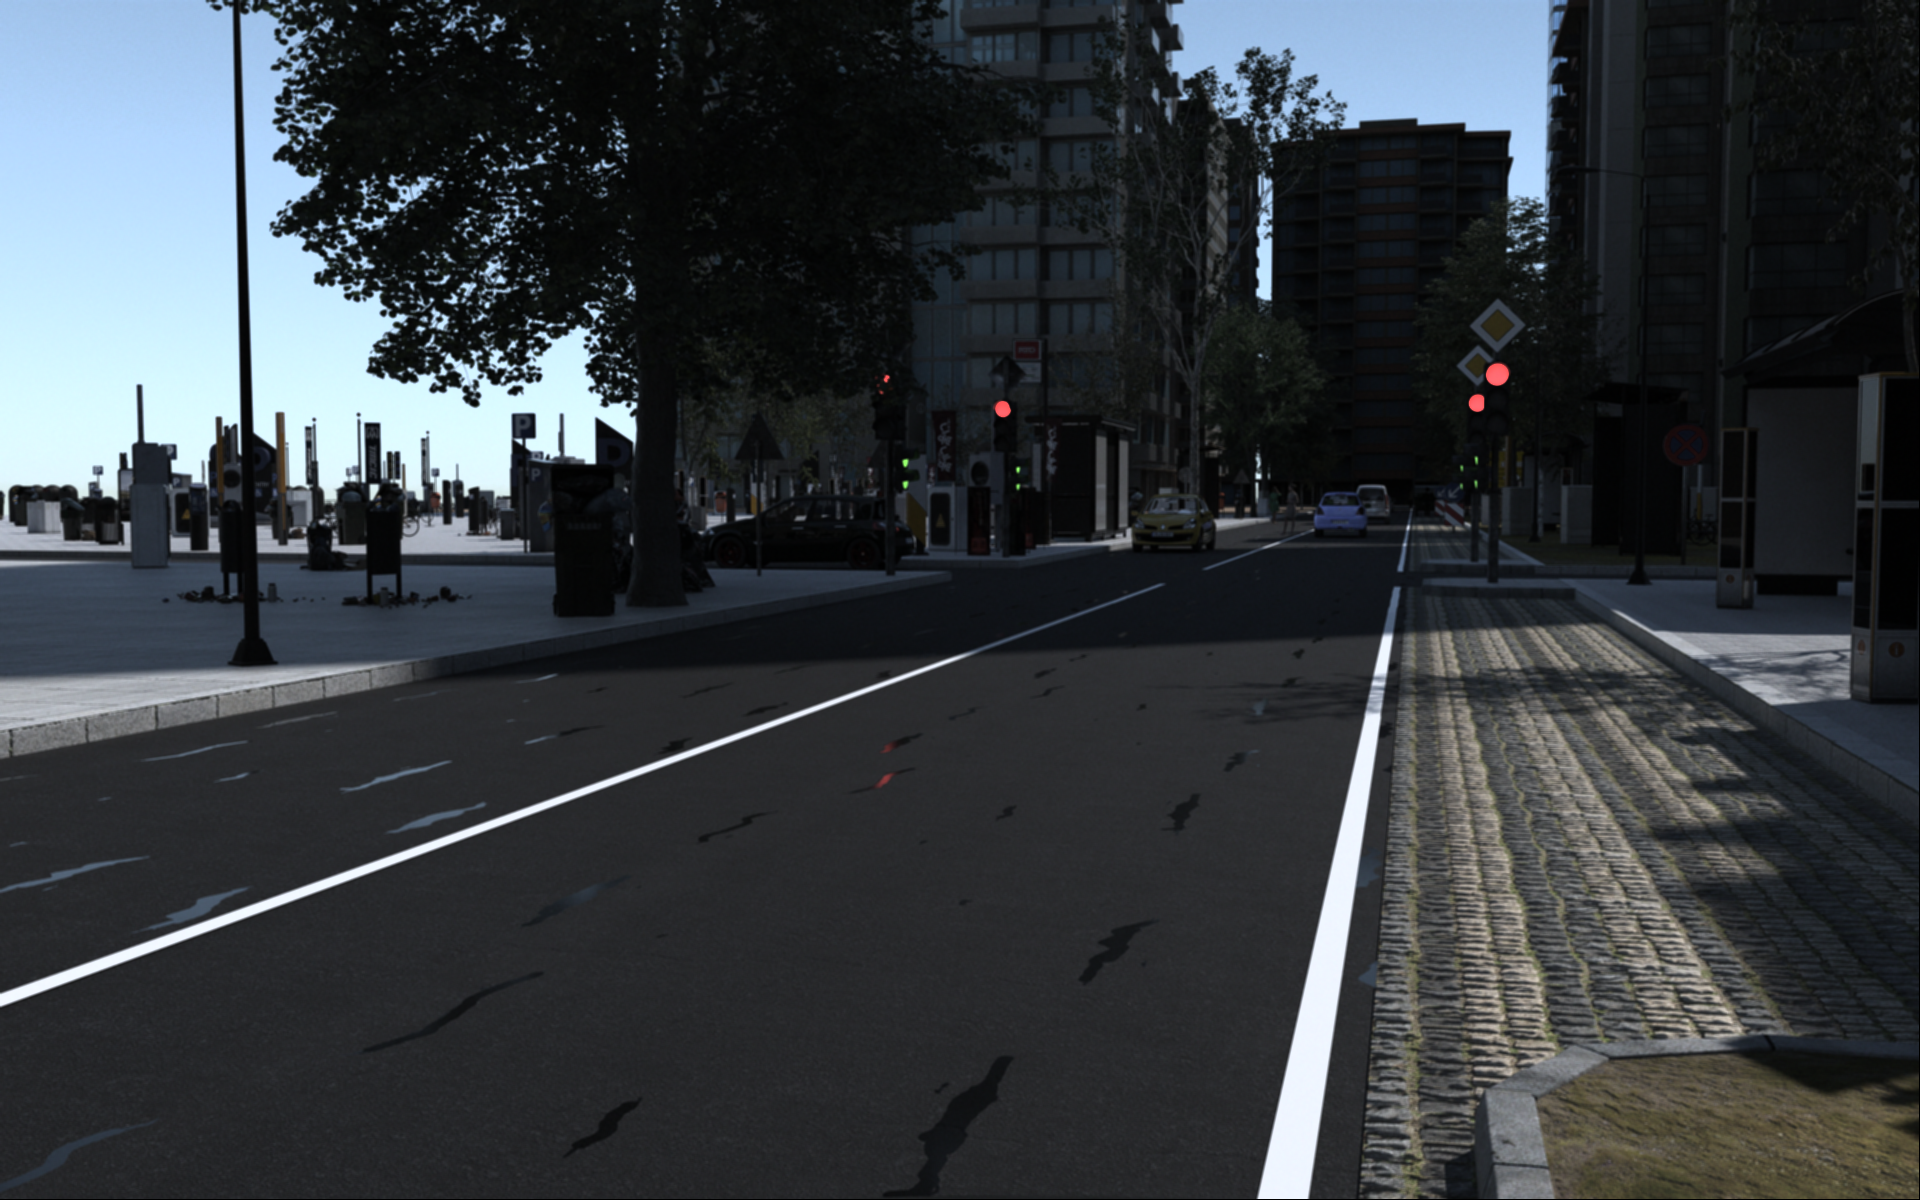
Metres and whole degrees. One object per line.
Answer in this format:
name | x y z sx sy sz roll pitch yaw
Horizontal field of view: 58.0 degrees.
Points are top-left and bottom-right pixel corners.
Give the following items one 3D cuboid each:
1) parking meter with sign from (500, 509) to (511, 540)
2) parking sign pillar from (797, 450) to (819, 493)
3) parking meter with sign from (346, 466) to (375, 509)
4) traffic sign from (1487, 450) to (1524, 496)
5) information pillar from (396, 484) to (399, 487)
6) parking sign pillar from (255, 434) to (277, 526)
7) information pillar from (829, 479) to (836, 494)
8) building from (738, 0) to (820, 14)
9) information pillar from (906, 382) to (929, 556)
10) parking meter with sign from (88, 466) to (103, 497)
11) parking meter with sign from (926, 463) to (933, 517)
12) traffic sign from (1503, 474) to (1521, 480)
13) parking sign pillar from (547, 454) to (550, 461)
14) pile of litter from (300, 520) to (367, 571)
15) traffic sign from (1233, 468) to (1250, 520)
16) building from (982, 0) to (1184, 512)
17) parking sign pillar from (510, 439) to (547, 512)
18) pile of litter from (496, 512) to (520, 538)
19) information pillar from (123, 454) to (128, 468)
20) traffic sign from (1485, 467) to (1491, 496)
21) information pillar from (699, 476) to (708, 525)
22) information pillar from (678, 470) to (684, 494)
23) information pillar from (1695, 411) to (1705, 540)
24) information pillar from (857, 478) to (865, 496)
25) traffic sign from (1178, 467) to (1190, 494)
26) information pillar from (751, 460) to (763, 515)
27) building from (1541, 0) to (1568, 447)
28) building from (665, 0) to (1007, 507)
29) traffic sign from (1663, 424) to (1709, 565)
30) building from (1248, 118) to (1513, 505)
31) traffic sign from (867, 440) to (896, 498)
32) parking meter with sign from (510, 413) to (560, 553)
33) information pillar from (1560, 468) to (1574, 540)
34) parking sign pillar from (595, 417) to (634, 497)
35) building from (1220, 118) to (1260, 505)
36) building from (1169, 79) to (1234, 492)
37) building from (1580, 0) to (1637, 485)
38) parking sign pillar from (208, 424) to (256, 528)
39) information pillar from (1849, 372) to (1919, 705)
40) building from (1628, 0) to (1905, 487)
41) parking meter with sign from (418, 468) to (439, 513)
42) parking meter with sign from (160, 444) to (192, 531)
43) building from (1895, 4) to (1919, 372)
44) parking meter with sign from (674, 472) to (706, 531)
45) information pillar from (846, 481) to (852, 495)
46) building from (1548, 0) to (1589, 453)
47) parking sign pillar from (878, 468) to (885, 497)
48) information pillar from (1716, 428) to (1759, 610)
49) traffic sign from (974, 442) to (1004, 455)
parking meter with sign | -12.000 -3.198 48.548 1.738 3.016 0.543 0 4 -6
parking sign pillar | -9.229 -7.150 105.368 1.447 3.967 1.447 -3 4 -36
parking meter with sign | -39.979 -7.299 115.602 1.738 3.016 0.543 0 4 7
traffic sign | 25.413 -5.286 80.298 2.265 3.308 0.079 1 4 21
information pillar | -39.660 -7.189 122.033 0.304 2.012 0.304 -1 4 -9
parking sign pillar | -28.656 -5.045 70.956 1.447 3.967 1.447 1 4 11
information pillar | -6.105 -4.825 83.386 0.304 2.012 0.304 1 4 16
building | -16.099 -47.874 220.996 20.611 71.187 20.563 1 4 15
information pillar | -0.900 -2.739 36.139 0.504 3.616 0.183 -3 5 -41
parking meter with sign | -53.364 -6.754 106.692 0.543 3.016 1.738 0 4 -8
parking meter with sign | -1.850 -6.189 97.450 0.543 3.016 1.738 -1 4 -16
traffic sign | 25.416 -4.811 79.853 0.795 2.450 0.064 1 4 20
parking sign pillar | -27.883 -7.804 116.062 1.447 3.967 1.447 0 4 5
pile of litter | -10.668 -0.952 29.535 1.176 0.858 1.719 -1 4 -14
traffic sign | 14.117 -5.314 86.889 0.884 2.594 0.081 1 4 16
building | 4.154 -31.025 126.867 23.786 49.044 30.456 1 4 15
parking sign pillar | -21.119 -5.843 84.007 1.447 3.967 1.447 0 4 7
pile of litter | -12.947 -2.250 50.758 1.176 0.858 1.719 -2 4 -32
information pillar | -48.559 -6.691 100.754 0.504 3.616 0.183 3 4 37
traffic sign | 23.687 -4.763 77.983 0.768 2.556 0.104 1 4 21
information pillar | -10.621 -4.111 71.705 0.304 2.012 0.304 0 4 3
information pillar | -8.319 -2.914 52.137 0.304 2.012 0.304 0 4 -6
information pillar | 20.776 -3.500 48.579 0.183 3.616 0.504 2 4 30
information pillar | -4.664 -4.717 81.618 0.304 2.012 0.304 1 4 11
traffic sign | 10.541 -4.937 80.828 0.768 2.556 0.104 1 4 15
information pillar | -8.122 -4.770 69.336 0.504 3.616 0.183 0 4 0
building | 78.828 -54.054 196.448 31.000 86.520 22.319 1 4 15
building | -13.131 -33.834 172.793 30.456 49.044 23.786 1 4 15
traffic sign | 13.159 -1.916 31.433 0.768 2.556 0.104 1 4 22
building | 49.859 -33.704 205.676 28.867 44.769 22.147 1 4 15
traffic sign | -1.494 -2.157 35.270 0.884 2.594 0.081 1 4 19
parking meter with sign | -9.135 -2.564 38.190 0.543 3.016 1.738 1 4 19
information pillar | 17.061 -2.704 48.709 0.304 2.012 0.304 2 4 23
parking sign pillar | -12.031 -4.401 60.429 1.447 3.967 1.447 -1 4 -15
building | 28.020 -34.077 207.262 14.200 45.320 14.600 1 4 15
building | 12.747 -28.793 162.644 23.993 40.220 32.217 1 4 15
building | 55.830 -35.559 123.381 21.231 58.520 28.212 1 4 15
parking sign pillar | -27.955 -4.727 65.764 1.447 3.967 1.447 1 4 11
information pillar | 5.708 -0.376 10.637 0.304 2.012 0.304 0 4 4
building | 43.705 -19.719 94.101 14.160 30.474 14.107 1 4 15
parking meter with sign | -35.954 -7.392 117.118 0.543 3.016 1.738 1 4 18
parking meter with sign | -27.534 -3.980 61.342 0.543 3.016 1.738 0 4 6
building | 38.021 -36.980 42.868 20.611 71.187 20.563 1 4 15
parking meter with sign | -9.582 -3.894 59.922 1.738 3.016 0.543 2 4 27
information pillar | -6.182 -5.616 96.318 0.304 2.012 0.304 0 4 4
building | 63.402 -30.382 151.373 22.147 44.769 28.867 1 4 15
parking sign pillar | -4.310 -6.759 98.979 1.447 3.967 1.447 1 4 12
information pillar | 8.691 -0.910 19.368 0.304 2.012 0.304 -3 5 -43
traffic sign | 0.694 -2.564 42.029 0.768 2.556 0.104 1 4 18
